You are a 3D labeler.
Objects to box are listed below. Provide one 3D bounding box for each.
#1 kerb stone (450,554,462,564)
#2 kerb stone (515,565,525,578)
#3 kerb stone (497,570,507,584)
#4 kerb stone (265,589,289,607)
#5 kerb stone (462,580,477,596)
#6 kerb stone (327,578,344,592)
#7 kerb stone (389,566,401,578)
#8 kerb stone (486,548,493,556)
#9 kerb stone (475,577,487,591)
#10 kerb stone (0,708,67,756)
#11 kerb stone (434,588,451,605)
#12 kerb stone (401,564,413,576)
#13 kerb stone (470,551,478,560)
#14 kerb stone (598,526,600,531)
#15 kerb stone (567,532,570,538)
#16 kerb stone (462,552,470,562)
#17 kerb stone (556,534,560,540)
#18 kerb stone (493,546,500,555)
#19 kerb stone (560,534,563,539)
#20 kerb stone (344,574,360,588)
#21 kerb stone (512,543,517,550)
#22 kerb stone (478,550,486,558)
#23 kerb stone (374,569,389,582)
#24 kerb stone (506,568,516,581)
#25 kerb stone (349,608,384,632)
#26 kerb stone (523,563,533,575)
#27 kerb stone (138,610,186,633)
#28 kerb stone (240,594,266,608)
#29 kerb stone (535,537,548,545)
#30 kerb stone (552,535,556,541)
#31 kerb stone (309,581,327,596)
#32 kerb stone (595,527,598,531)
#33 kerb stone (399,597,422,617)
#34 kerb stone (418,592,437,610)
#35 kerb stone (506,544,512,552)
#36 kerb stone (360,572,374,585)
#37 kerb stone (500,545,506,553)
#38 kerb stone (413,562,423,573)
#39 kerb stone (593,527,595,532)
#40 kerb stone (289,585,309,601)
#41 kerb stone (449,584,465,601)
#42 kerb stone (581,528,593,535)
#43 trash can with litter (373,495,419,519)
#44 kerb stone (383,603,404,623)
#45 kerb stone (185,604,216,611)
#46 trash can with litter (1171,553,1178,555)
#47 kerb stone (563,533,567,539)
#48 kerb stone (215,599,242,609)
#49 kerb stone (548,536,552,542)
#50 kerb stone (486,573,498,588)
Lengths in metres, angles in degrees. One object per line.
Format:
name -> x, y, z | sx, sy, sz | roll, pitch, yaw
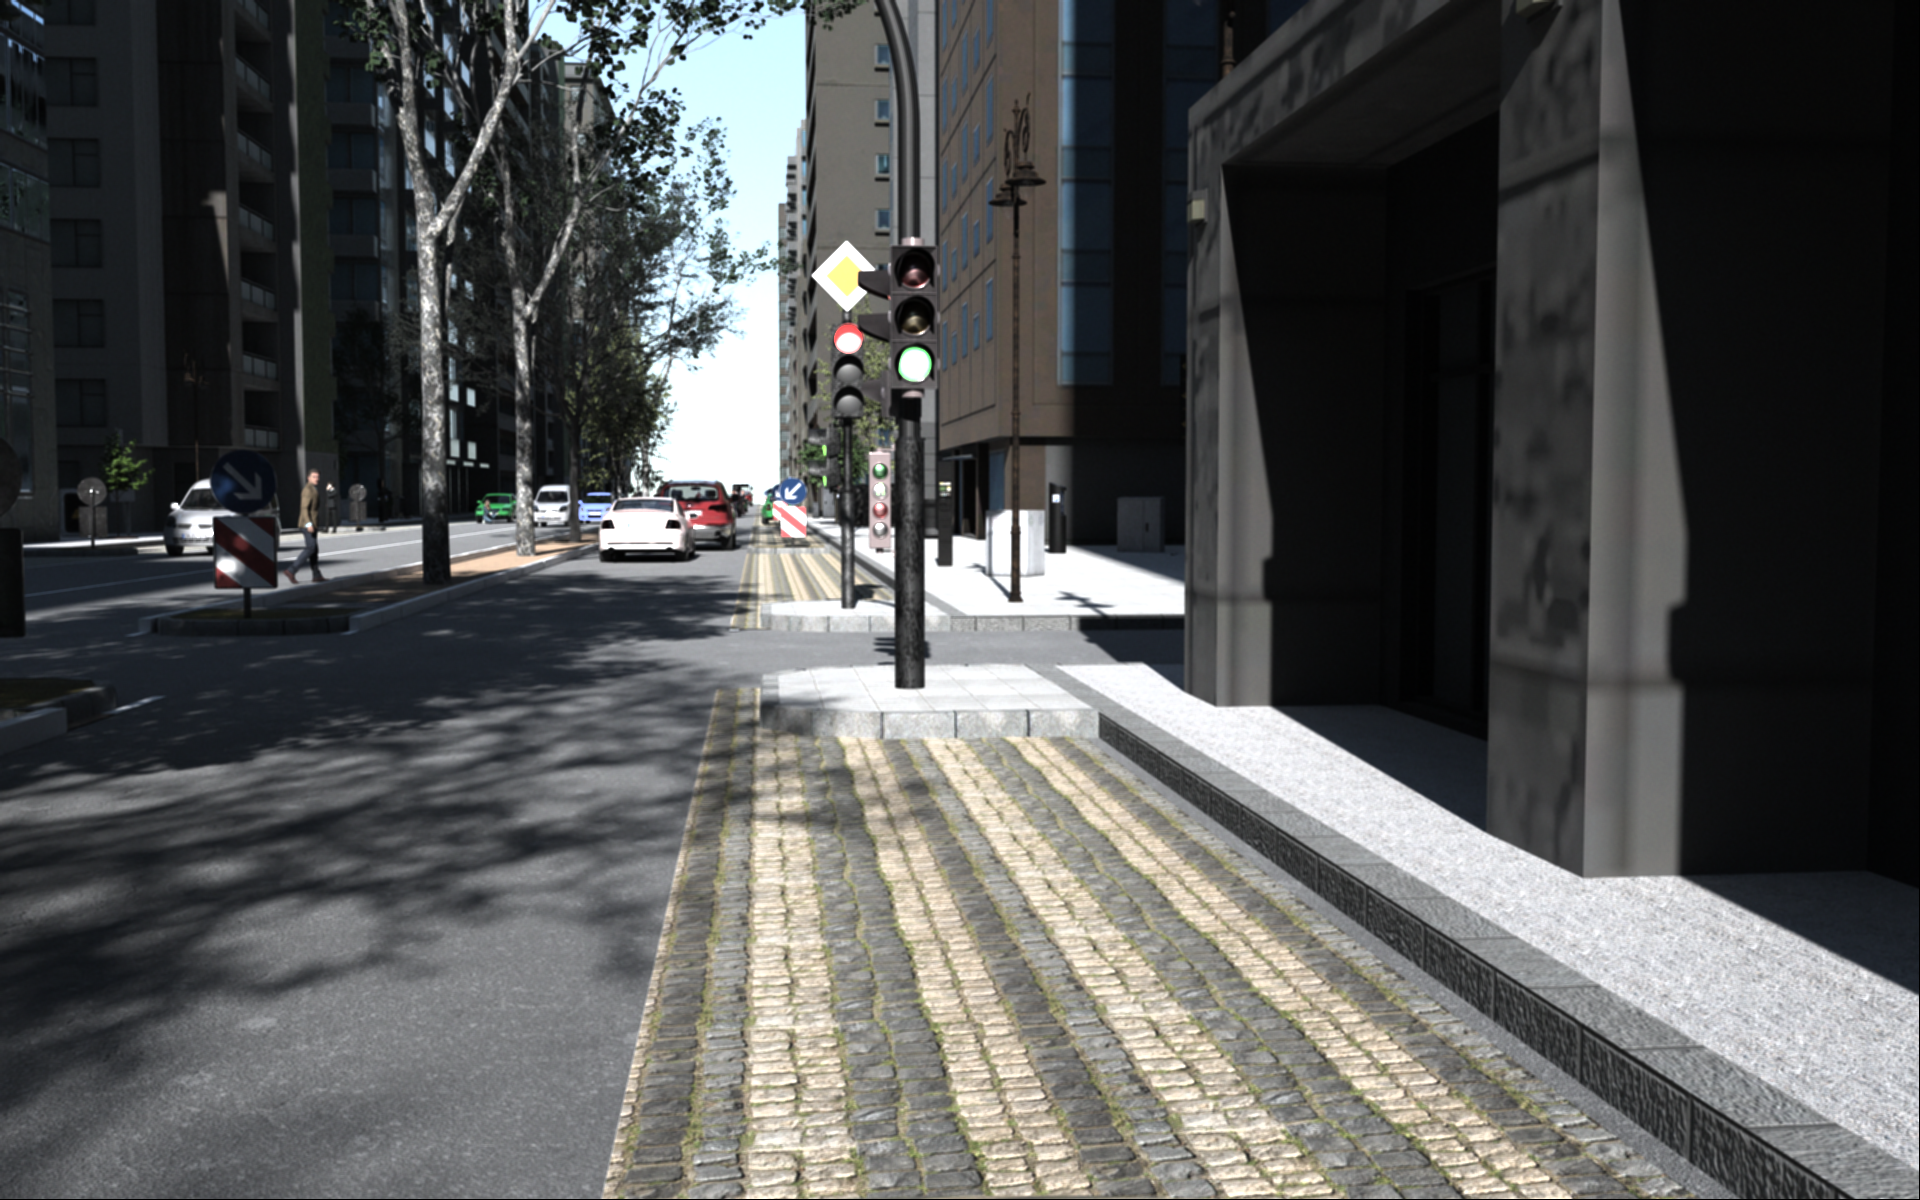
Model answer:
kerb stone -> -10.440, -0.822, 35.630 | 0.120, 0.150, 1.000 | 0, 4, -7
kerb stone -> -7.652, -0.460, 29.747 | 0.120, 0.150, 1.000 | 0, 4, -7
kerb stone -> -7.415, -0.336, 27.704 | 0.120, 0.150, 1.000 | 0, 4, -7
kerb stone -> -8.911, -0.012, 22.392 | 0.120, 0.150, 1.000 | 0, 4, -7
kerb stone -> -7.062, -0.150, 24.652 | 0.120, 0.150, 1.000 | 0, 4, -7
kerb stone -> -9.275, -0.199, 25.448 | 0.120, 0.150, 1.000 | 0, 4, -7
kerb stone -> -9.739, -0.447, 29.528 | 0.120, 0.150, 1.000 | 0, 4, -7
kerb stone -> -10.908, -1.062, 39.702 | 0.120, 0.150, 1.000 | 0, 4, -7
kerb stone -> -7.183, -0.212, 25.668 | 0.120, 0.150, 1.000 | 0, 4, -7
kerb stone -> -5.363, 0.753, 9.892 | 0.120, 0.150, 1.000 | 0, 4, -7
kerb stone -> -6.835, -0.026, 22.613 | 0.120, 0.150, 1.000 | 0, 4, -7
kerb stone -> -9.849, -0.511, 30.551 | 0.120, 0.150, 1.000 | 0, 4, -7
kerb stone -> -10.676, -0.946, 37.662 | 0.120, 0.150, 1.000 | 0, 4, -7
kerb stone -> -13.964, -2.692, 66.209 | 0.120, 0.150, 1.000 | 0, 4, -7
kerb stone -> -12.789, -2.064, 56.026 | 0.120, 0.150, 1.000 | 0, 4, -7
kerb stone -> -10.560, -0.877, 36.648 | 0.120, 0.150, 1.000 | 0, 4, -7
kerb stone -> -12.430, -1.883, 52.980 | 0.120, 0.150, 1.000 | 0, 4, -7
kerb stone -> -11.020, -1.126, 40.718 | 0.120, 0.150, 1.000 | 0, 4, -7
kerb stone -> -12.559, -1.943, 53.994 | 0.120, 0.150, 1.000 | 0, 4, -7
kerb stone -> -9.384, -0.261, 26.464 | 0.120, 0.150, 1.000 | 0, 4, -7
kerb stone -> -11.378, -1.321, 43.796 | 0.120, 0.150, 1.000 | 0, 4, -7
kerb stone -> -10.791, -1.008, 38.678 | 0.120, 0.150, 1.000 | 0, 4, -7
kerb stone -> -9.616, -0.383, 28.501 | 0.120, 0.150, 1.000 | 0, 4, -7
kerb stone -> -7.533, -0.400, 28.729 | 0.120, 0.150, 1.000 | 0, 4, -7
kerb stone -> -6.361, 0.224, 18.541 | 0.120, 0.150, 1.000 | 0, 4, -7
kerb stone -> -7.768, -0.525, 30.779 | 0.120, 0.150, 1.000 | 0, 4, -7
kerb stone -> -8.446, 0.237, 18.315 | 0.120, 0.150, 1.000 | 0, 4, -7
kerb stone -> -8.799, 0.052, 21.370 | 0.120, 0.150, 1.000 | 0, 4, -7
kerb stone -> -12.085, -1.694, 49.927 | 0.120, 0.150, 1.000 | 0, 4, -7
kerb stone -> -12.314, -1.821, 51.962 | 0.120, 0.150, 1.000 | 0, 4, -7
kerb stone -> -9.149, -0.133, 24.434 | 0.120, 0.150, 1.000 | 0, 4, -7
kerb stone -> -13.848, -2.630, 65.193 | 0.120, 0.150, 1.000 | 0, 4, -7
kerb stone -> -6.586, 0.099, 20.573 | 0.120, 0.150, 1.000 | 0, 4, -7
kerb stone -> -6.710, 0.037, 21.595 | 0.120, 0.150, 1.000 | 0, 4, -7
kerb stone -> -11.268, -1.258, 42.769 | 0.120, 0.150, 1.000 | 0, 4, -7
kerb stone -> -9.507, -0.323, 27.484 | 0.120, 0.150, 1.000 | 0, 4, -7
kerb stone -> -11.141, -1.195, 41.739 | 0.120, 0.150, 1.000 | 0, 4, -7
kerb stone -> -9.966, -0.570, 31.567 | 0.120, 0.150, 1.000 | 0, 4, -7
kerb stone -> -13.728, -2.568, 64.179 | 0.120, 0.150, 1.000 | 0, 4, -7
kerb stone -> -9.033, -0.074, 23.412 | 0.120, 0.150, 1.000 | 0, 4, -7
kerb stone -> -6.942, -0.088, 23.632 | 0.120, 0.150, 1.000 | 0, 4, -7
kerb stone -> -13.602, -2.505, 63.157 | 0.120, 0.150, 1.000 | 0, 4, -7
trash can with litter -> -28.879, -4.741, 88.571 | 2.233, 1.210, 1.678 | 1, 4, 14
kerb stone -> -6.476, 0.166, 19.557 | 0.120, 0.150, 1.000 | 0, 4, -7
kerb stone -> -8.558, 0.175, 19.336 | 0.120, 0.150, 1.000 | 0, 4, -7
trash can with litter -> 5.462, -1.515, 35.835 | 2.233, 1.210, 1.678 | 3, 4, 36
kerb stone -> -12.672, -2.007, 55.010 | 0.120, 0.150, 1.000 | 0, 4, -7
kerb stone -> -8.677, 0.113, 20.352 | 0.120, 0.150, 1.000 | 0, 4, -7
kerb stone -> -12.201, -1.750, 50.947 | 0.120, 0.150, 1.000 | 0, 4, -7
kerb stone -> -7.291, -0.275, 26.685 | 0.120, 0.150, 1.000 | 0, 4, -7
